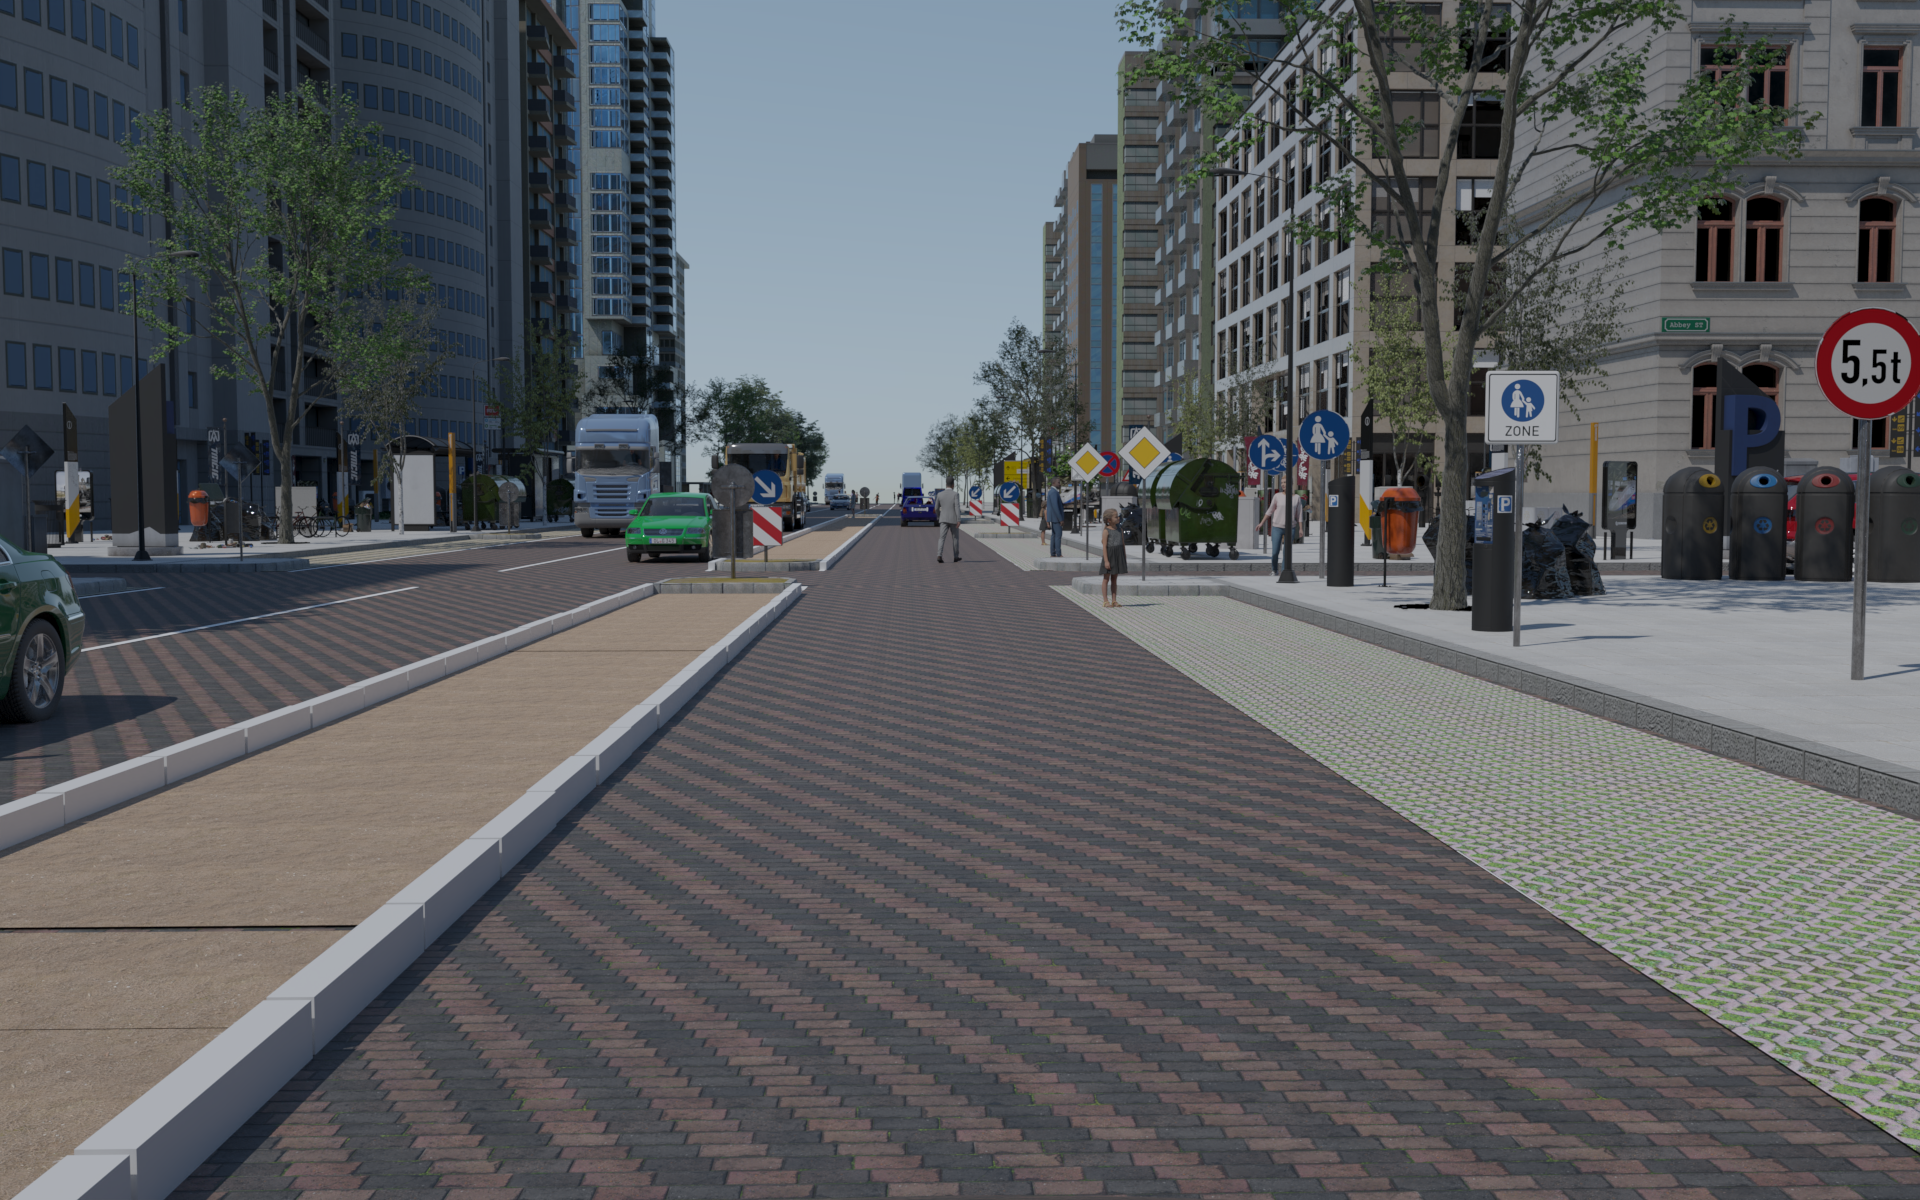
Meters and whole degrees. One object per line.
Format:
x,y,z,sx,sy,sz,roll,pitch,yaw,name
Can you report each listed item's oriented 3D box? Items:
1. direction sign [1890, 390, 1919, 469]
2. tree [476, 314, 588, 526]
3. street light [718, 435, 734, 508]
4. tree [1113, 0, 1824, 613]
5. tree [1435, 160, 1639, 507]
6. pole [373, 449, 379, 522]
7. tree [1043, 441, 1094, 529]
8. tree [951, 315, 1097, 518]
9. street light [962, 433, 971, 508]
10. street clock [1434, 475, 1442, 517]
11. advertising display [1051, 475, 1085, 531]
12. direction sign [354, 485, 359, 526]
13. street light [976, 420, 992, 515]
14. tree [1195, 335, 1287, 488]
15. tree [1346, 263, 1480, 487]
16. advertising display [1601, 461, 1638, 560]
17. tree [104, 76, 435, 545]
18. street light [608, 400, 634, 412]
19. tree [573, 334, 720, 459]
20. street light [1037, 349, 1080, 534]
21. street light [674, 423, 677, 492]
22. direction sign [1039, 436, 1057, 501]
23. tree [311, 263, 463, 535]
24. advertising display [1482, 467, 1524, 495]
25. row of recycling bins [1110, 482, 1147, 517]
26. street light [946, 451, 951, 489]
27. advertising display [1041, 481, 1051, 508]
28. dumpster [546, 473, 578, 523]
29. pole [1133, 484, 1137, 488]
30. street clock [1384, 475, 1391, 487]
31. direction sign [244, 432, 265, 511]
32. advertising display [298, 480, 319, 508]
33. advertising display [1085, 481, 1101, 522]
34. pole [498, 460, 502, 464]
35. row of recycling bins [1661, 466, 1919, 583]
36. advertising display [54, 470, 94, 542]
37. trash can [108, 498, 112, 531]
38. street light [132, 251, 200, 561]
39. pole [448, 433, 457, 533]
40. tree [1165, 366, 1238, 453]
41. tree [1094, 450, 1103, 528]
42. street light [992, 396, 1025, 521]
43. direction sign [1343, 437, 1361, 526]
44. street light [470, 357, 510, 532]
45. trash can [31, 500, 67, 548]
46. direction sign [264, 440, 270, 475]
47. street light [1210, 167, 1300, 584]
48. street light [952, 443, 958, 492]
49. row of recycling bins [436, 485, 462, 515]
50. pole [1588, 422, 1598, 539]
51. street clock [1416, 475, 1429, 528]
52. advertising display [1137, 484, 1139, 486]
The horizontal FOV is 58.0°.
20.113,-2.734,36.704,0.379,3.537,0.876,-2,4,-28,direction sign
-17.141,-7.341,70.382,4.737,8.622,4.395,0,3,0,tree
-18.334,-9.959,135.374,1.470,5.913,1.316,0,4,-2,street light
5.344,-5.687,18.742,9.928,11.665,9.643,0,3,0,tree
12.612,-5.375,38.241,4.360,8.622,3.978,0,3,0,tree
-26.683,-5.217,79.145,0.158,3.312,0.155,0,3,0,pole
3.783,-4.156,62.555,1.663,3.219,1.824,0,3,0,tree
3.651,-9.575,90.957,7.601,10.594,8.767,0,4,3,tree
0.929,-9.785,132.527,1.470,5.913,1.316,0,4,-2,street light
18.258,-3.766,66.136,0.358,2.002,0.471,1,4,14,street clock
3.731,-3.347,59.937,0.974,1.923,0.123,1,4,17,advertising display
-24.326,-4.768,69.947,0.379,3.537,0.876,0,4,-6,direction sign
1.585,-8.283,107.966,1.470,5.913,1.316,0,4,-2,street light
12.966,-7.897,79.476,4.360,8.622,3.978,0,3,0,tree
14.129,-6.403,55.044,4.737,8.622,4.395,0,3,0,tree
12.872,-1.749,33.813,0.974,1.923,0.123,-2,4,-35,advertising display
-17.358,-7.237,44.087,9.928,11.665,9.643,0,3,0,tree
-16.797,-6.921,85.697,1.470,5.913,1.316,0,4,-2,street light
-18.149,-10.155,100.447,8.767,10.594,7.601,-1,4,-11,tree
3.183,-5.091,55.777,1.470,5.913,1.316,0,4,-2,street light
-17.465,-8.374,109.463,1.470,5.913,1.316,0,4,-2,street light
3.365,-4.666,68.283,0.379,3.537,0.876,-2,4,-30,direction sign
-17.909,-6.369,54.498,4.360,8.622,3.978,0,3,0,tree
13.067,-2.234,41.742,0.974,1.923,0.123,0,4,4,advertising display
6.644,-3.114,58.028,3.534,1.692,1.069,-2,4,-28,row of recycling bins
-0.798,-12.984,184.827,1.470,5.913,1.316,0,4,-2,street light
4.468,-4.907,85.448,0.974,1.923,0.123,2,4,23,advertising display
-17.940,-4.641,78.373,1.502,2.255,1.985,0,4,-2,dumpster
8.869,-5.748,87.821,0.158,3.312,0.155,0,3,0,pole
16.291,-3.763,66.090,0.358,2.002,0.471,1,4,10,street clock
-26.049,-4.382,63.637,0.876,3.537,0.379,3,5,44,direction sign
-30.274,-4.602,80.456,0.123,1.923,0.974,3,4,38,advertising display
5.942,-4.523,79.162,0.974,1.923,0.123,1,4,19,advertising display
-25.737,-6.309,97.002,0.158,3.312,0.155,0,3,0,pole
12.331,-1.139,25.744,3.534,1.692,1.069,1,4,17,row of recycling bins
-23.527,-2.496,46.026,0.974,1.923,0.123,0,3,0,advertising display
-28.016,-2.825,57.837,0.748,1.137,0.748,0,3,0,trash can
-15.209,-3.709,33.189,1.470,5.913,1.316,0,4,-2,street light
-16.912,-3.908,57.731,0.158,3.312,0.155,0,3,0,pole
13.567,-9.086,98.920,4.737,8.622,4.395,0,3,0,tree
4.666,-4.410,66.701,1.663,3.219,1.824,0,3,0,tree
2.386,-6.705,82.163,1.470,5.913,1.316,0,4,-2,street light
15.646,-4.702,68.868,0.876,3.537,0.379,3,4,36,direction sign
-15.987,-5.288,58.992,1.470,5.913,1.316,0,4,-2,street light
-21.638,-1.805,41.172,0.748,1.137,0.748,0,3,0,trash can
-29.092,-4.903,72.161,0.379,3.537,0.876,2,4,23,direction sign
4.194,-3.197,24.810,1.470,5.913,1.316,0,4,-2,street light
0.143,-11.363,158.330,1.470,5.913,1.316,0,4,-2,street light
-23.371,-4.574,81.890,3.534,1.692,1.069,-2,4,-33,row of recycling bins
18.055,-3.396,49.370,0.158,3.312,0.155,0,3,0,pole
17.631,-3.759,66.031,0.358,2.002,0.471,-2,4,-32,street clock
10.756,-5.981,103.011,0.974,1.923,0.123,1,4,23,advertising display
